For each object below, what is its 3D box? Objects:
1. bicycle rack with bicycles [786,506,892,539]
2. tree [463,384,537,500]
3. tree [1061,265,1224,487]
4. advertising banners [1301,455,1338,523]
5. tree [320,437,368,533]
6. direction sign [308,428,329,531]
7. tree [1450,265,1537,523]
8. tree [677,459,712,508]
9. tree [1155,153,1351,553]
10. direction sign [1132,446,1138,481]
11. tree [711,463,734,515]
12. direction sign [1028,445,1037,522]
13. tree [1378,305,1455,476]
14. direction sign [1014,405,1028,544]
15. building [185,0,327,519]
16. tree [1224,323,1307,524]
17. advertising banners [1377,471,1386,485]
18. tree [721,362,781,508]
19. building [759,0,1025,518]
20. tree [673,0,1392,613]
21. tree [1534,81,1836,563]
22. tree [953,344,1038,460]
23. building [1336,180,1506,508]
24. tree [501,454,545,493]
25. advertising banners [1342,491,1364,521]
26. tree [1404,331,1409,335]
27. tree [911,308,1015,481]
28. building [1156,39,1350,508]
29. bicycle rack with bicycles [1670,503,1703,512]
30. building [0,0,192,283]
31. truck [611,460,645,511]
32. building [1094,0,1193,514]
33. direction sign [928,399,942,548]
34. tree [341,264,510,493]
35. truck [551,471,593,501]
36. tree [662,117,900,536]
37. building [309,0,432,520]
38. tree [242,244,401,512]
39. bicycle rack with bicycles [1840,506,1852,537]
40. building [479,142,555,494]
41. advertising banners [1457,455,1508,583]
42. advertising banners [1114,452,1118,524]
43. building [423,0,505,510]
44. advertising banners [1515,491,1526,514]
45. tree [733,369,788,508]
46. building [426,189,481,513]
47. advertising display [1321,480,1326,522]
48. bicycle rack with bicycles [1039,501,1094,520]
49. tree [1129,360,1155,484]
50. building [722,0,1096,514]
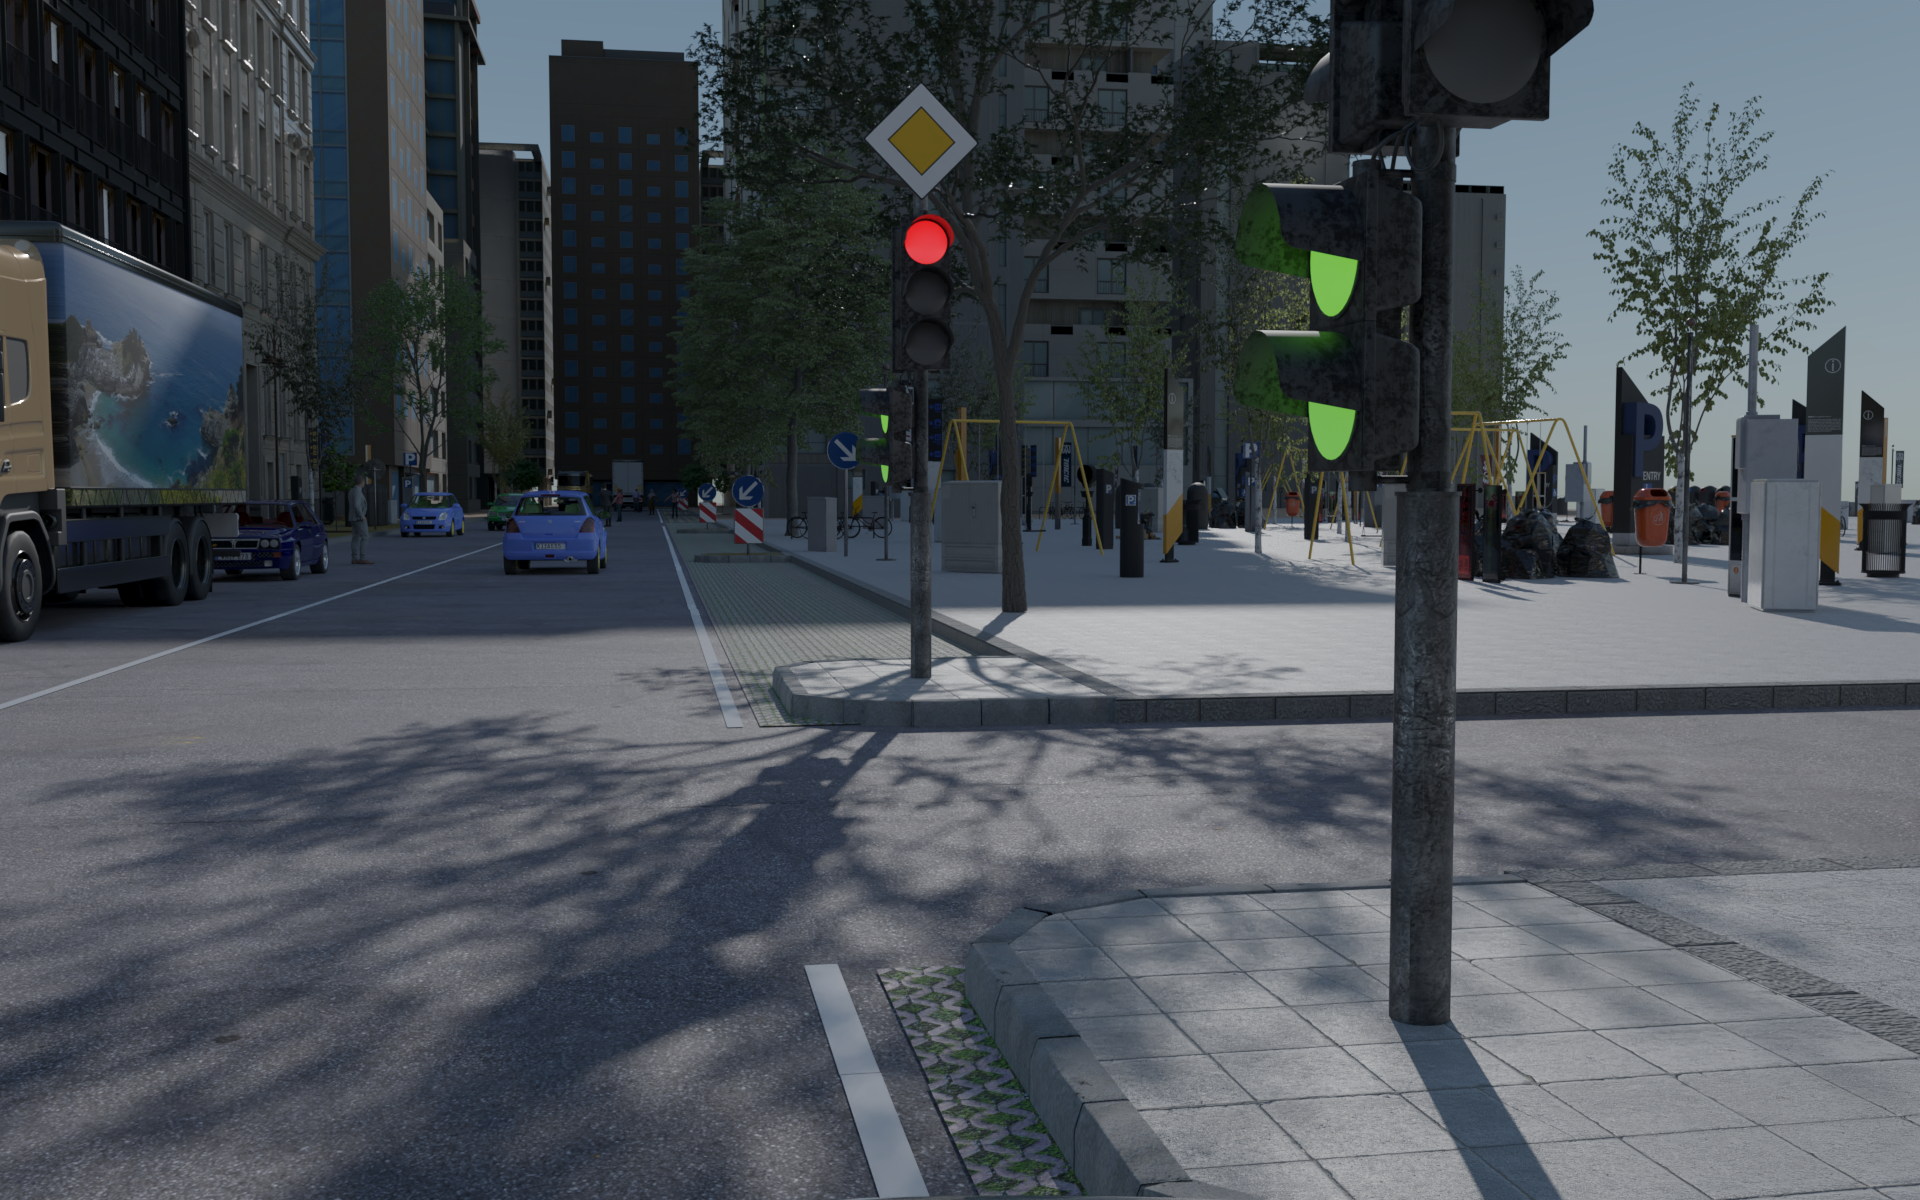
[{"bbox_3d":[-3.738,-2.232,49.876,2.925,0.926,2.852,1,4,23],"label":"bicycle rack with bicycles"},{"bbox_3d":[-30.257,-9.985,113.625,4.737,8.622,4.395,0,3,0],"label":"tree"},{"bbox_3d":[5.446,-6.366,54.440,4.737,8.622,4.395,0,3,0],"label":"tree"},{"bbox_3d":[16.042,-4.965,77.368,2.074,3.025,0.090,-2,4,-25],"label":"advertising banners"},{"bbox_3d":[-20.879,-3.863,57.756,1.663,3.219,1.824,0,3,0],"label":"tree"},{"bbox_3d":[-22.012,-4.132,59.559,0.379,3.537,0.876,2,4,28],"label":"direction sign"},{"bbox_3d":[17.269,-6.396,54.940,4.737,8.622,4.395,0,3,0],"label":"tree"},{"bbox_3d":[-24.890,-10.932,162.452,4.285,4.588,4.351,0,3,0],"label":"tree"},{"bbox_3d":[6.486,-5.321,37.364,4.360,8.622,3.978,0,3,0],"label":"tree"},{"bbox_3d":[8.193,-5.456,81.208,0.379,3.537,0.876,-1,4,-8],"label":"direction sign"},{"bbox_3d":[-14.599,-6.899,107.401,1.663,3.219,1.824,0,3,0],"label":"tree"},{"bbox_3d":[3.189,-5.387,80.069,0.876,3.537,0.379,3,5,41],"label":"direction sign"},{"bbox_3d":[10.505,-5.836,45.780,4.360,8.622,3.978,0,3,0],"label":"tree"},{"bbox_3d":[1.447,-3.217,44.589,0.379,3.537,0.876,0,4,7],"label":"direction sign"},{"bbox_3d":[-29.468,-15.886,56.992,12.463,27.353,25.104,-1,4,-10],"label":"building"},{"bbox_3d":[13.133,-7.509,73.131,4.737,8.622,4.395,0,3,0],"label":"tree"},{"bbox_3d":[12.961,-3.327,50.582,2.074,3.025,0.090,1,4,20],"label":"advertising banners"},{"bbox_3d":[-10.835,-8.430,88.190,4.360,8.622,3.978,0,3,0],"label":"tree"},{"bbox_3d":[-4.443,-25.384,98.621,14.154,41.232,14.086,-1,4,-10],"label":"building"},{"bbox_3d":[0.668,-5.166,18.879,8.767,10.594,7.601,1,4,9],"label":"tree"},{"bbox_3d":[13.583,-4.989,31.939,4.737,8.622,4.395,0,3,0],"label":"tree"},{"bbox_3d":[1.819,-8.125,83.198,4.737,8.622,4.395,0,3,0],"label":"tree"},{"bbox_3d":[41.593,-23.957,163.390,14.107,30.474,14.160,-1,4,-10],"label":"building"},{"bbox_3d":[-35.228,-9.477,138.666,4.285,4.588,4.351,0,3,0],"label":"tree"},{"bbox_3d":[19.186,-5.364,83.894,2.074,3.025,0.090,-2,4,-29],"label":"advertising banners"},{"bbox_3d":[17.770,-6.886,62.944,4.737,8.622,4.395,0,3,0],"label":"tree"},{"bbox_3d":[0.003,-7.112,66.646,4.360,8.622,3.978,0,3,0],"label":"tree"},{"bbox_3d":[26.848,-29.186,160.791,14.086,41.232,14.154,-1,4,-10],"label":"building"},{"bbox_3d":[28.725,-3.269,66.836,2.925,0.926,2.852,0,4,7],"label":"bicycle rack with bicycles"},{"bbox_3d":[-25.173,-12.688,37.124,12.332,23.373,15.834,-1,4,-10],"label":"building"},{"bbox_3d":[-27.995,-9.612,146.063,2.839,4.237,11.283,-1,4,-11],"label":"truck"},{"bbox_3d":[-1.191,-32.499,120.598,28.713,52.752,27.495,-1,4,-10],"label":"building"},{"bbox_3d":[-0.864,-3.009,41.197,0.876,3.537,0.379,0,4,1],"label":"direction sign"},{"bbox_3d":[-24.169,-9.308,77.937,9.928,11.665,9.643,0,3,0],"label":"tree"},{"bbox_3d":[-32.935,-9.308,148.107,3.469,3.379,9.791,-1,4,-9],"label":"truck"},{"bbox_3d":[-4.714,-8.228,52.658,7.486,12.596,7.792,0,3,0],"label":"tree"},{"bbox_3d":[-35.530,-26.835,88.856,14.600,45.320,14.200,-1,4,-10],"label":"building"},{"bbox_3d":[-19.266,-6.210,51.902,4.360,8.622,3.978,0,3,0],"label":"tree"},{"bbox_3d":[27.177,-2.411,52.809,2.852,0.926,2.925,2,4,31],"label":"bicycle rack with bicycles"},{"bbox_3d":[-54.990,-29.933,181.291,23.993,40.220,32.217,-1,4,-10],"label":"building"},{"bbox_3d":[7.527,-1.805,25.702,0.090,3.025,2.074,-1,4,-13],"label":"advertising banners"},{"bbox_3d":[6.448,-4.737,73.643,0.090,3.025,2.074,-1,4,-9],"label":"advertising banners"},{"bbox_3d":[-52.798,-29.876,143.091,28.867,44.769,22.147,-1,4,-10],"label":"building"},{"bbox_3d":[24.122,-4.934,76.855,2.074,3.025,0.090,2,4,23],"label":"advertising banners"},{"bbox_3d":[-9.297,-8.061,82.153,4.737,8.622,4.395,0,3,0],"label":"tree"},{"bbox_3d":[-46.231,-16.186,109.677,27.650,21.520,28.899,-1,4,-10],"label":"building"},{"bbox_3d":[16.364,-4.553,79.657,0.974,1.923,0.123,3,4,36],"label":"advertising display"},{"bbox_3d":[5.260,-4.576,88.206,2.852,0.926,2.925,-1,4,-18],"label":"bicycle rack with bicycles"},{"bbox_3d":[10.220,-8.289,85.885,4.360,8.622,3.978,0,3,0],"label":"tree"},{"bbox_3d":[-6.096,-34.151,147.601,28.713,52.752,27.495,-1,4,-10],"label":"building"}]
